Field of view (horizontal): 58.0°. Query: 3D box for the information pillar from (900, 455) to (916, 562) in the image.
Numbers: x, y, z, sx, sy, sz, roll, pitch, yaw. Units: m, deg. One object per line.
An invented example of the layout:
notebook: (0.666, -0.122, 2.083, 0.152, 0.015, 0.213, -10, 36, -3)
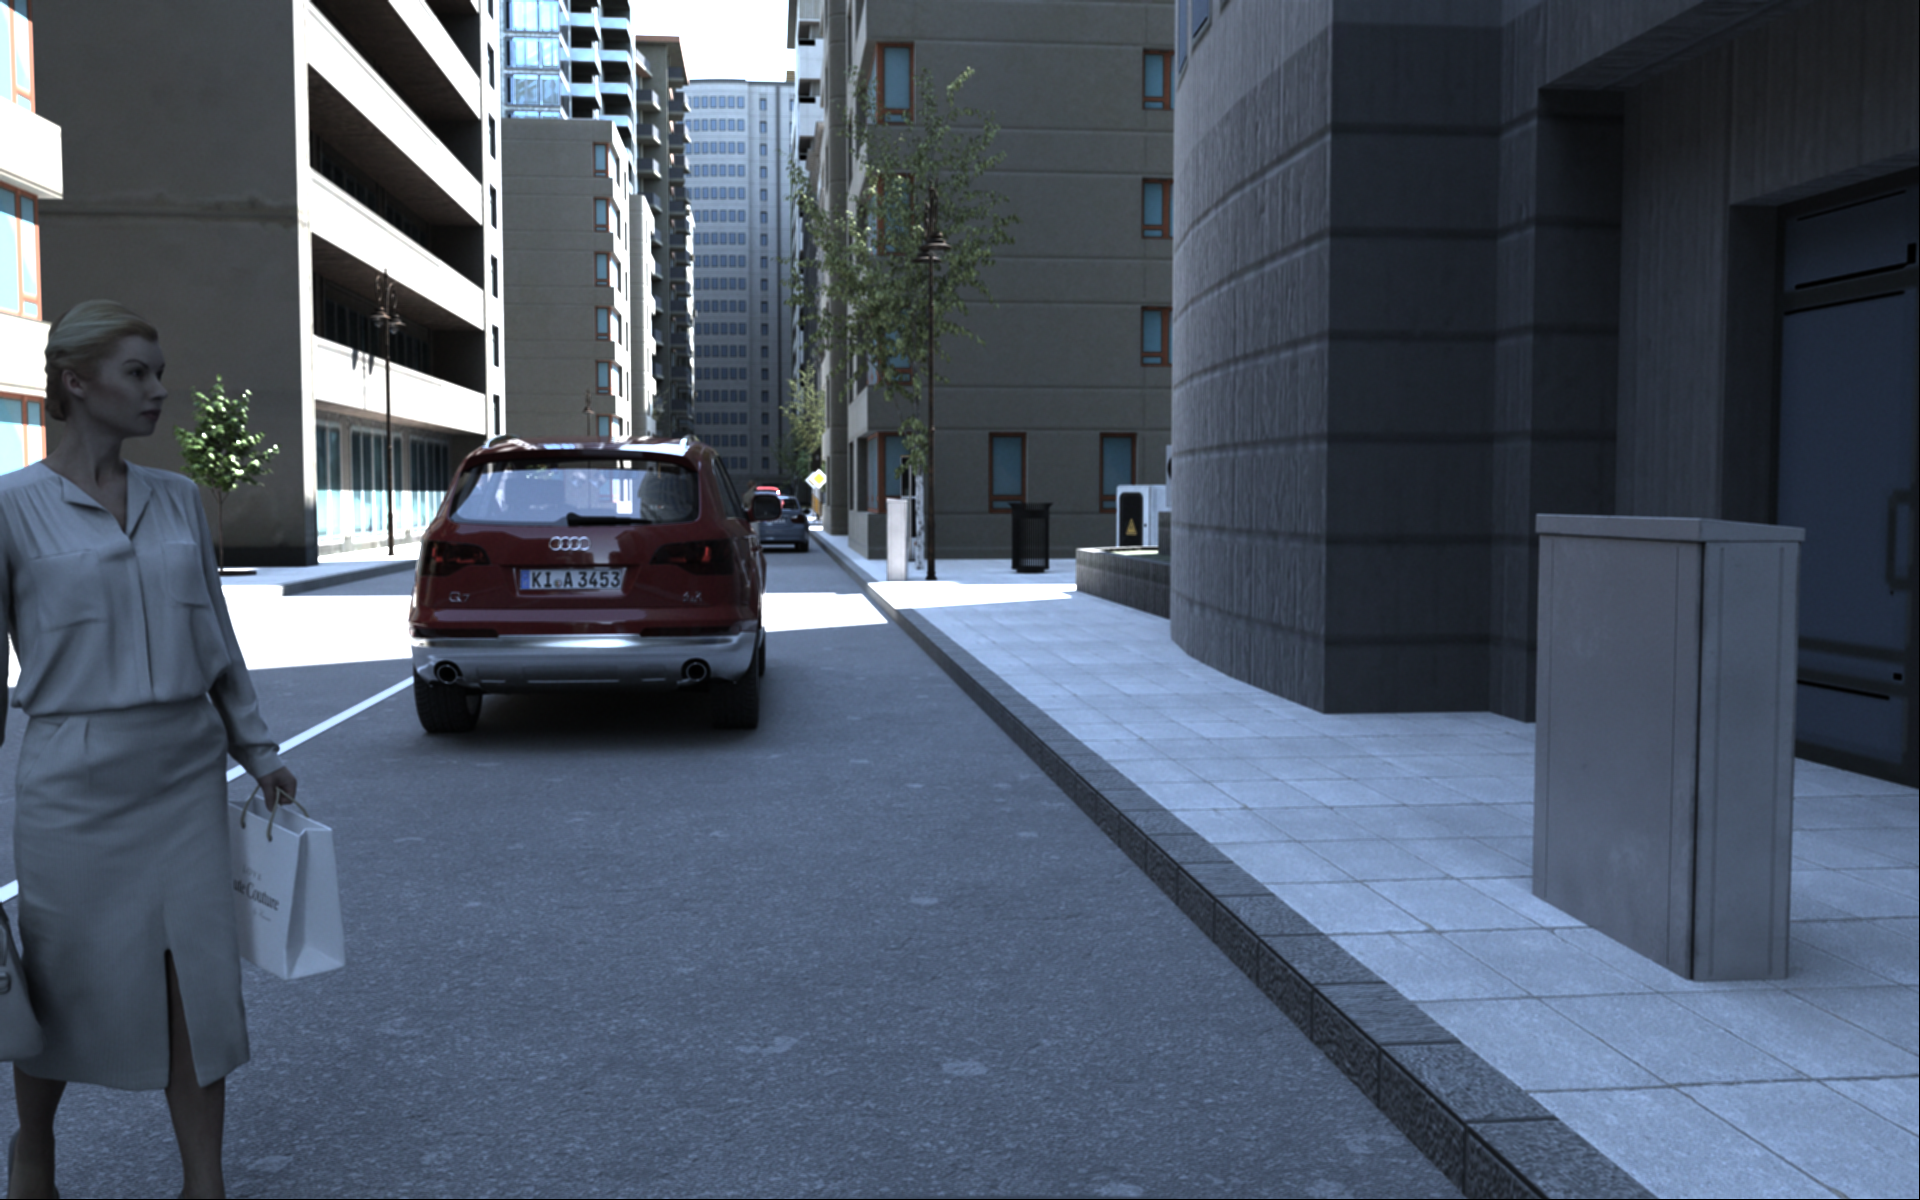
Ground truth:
information pillar: (-0.924, -1.745, 33.028, 0.304, 2.012, 0.304, -3, 5, -39)

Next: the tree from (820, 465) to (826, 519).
tree: (-6.724, -5.833, 89.967, 1.663, 3.219, 1.824, 0, 3, 0)

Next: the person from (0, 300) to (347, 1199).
person: (-1.562, 0.343, 3.240, 0.694, 1.780, 0.624, -3, 4, -38)

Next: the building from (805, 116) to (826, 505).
building: (-3.052, -20.122, 116.388, 14.401, 28.519, 23.554, 0, 4, -6)

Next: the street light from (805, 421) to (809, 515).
street light: (-9.489, -8.247, 107.623, 0.468, 5.910, 1.993, 0, 4, -6)

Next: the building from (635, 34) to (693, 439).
building: (-36.686, -31.071, 162.633, 22.147, 44.769, 28.867, 0, 4, -6)

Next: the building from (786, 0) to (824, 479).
building: (-3.209, -36.023, 178.217, 28.713, 52.752, 27.495, 0, 4, -6)

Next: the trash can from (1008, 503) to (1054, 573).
trash can: (1.148, -1.013, 28.213, 0.748, 1.137, 0.748, 0, 3, 0)

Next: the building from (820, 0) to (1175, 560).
building: (10.354, -12.479, 49.070, 27.650, 21.520, 28.899, 0, 4, -6)

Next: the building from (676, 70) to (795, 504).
building: (-31.468, -42.875, 243.007, 28.212, 58.520, 21.231, 0, 4, -6)

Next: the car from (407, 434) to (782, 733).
car: (-2.383, -0.204, 12.016, 2.281, 1.827, 5.304, 0, 4, -6)

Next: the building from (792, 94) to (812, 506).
building: (-8.718, -35.404, 202.552, 21.300, 48.544, 21.600, 0, 4, -6)

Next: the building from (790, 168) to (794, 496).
building: (-14.442, -32.813, 220.090, 14.154, 41.232, 14.086, 0, 4, -6)

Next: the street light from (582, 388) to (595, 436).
street light: (-16.182, -6.286, 75.564, 0.468, 5.910, 1.993, 0, 4, -6)

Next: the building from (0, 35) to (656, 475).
building: (-31.350, -15.178, 93.207, 27.650, 21.520, 28.899, 0, 4, -6)

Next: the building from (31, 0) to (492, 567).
building: (-23.255, -25.355, 38.264, 21.300, 48.544, 21.600, 0, 4, -6)

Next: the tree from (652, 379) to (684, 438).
tree: (-20.325, -9.873, 111.780, 4.360, 8.622, 3.978, 0, 3, 0)

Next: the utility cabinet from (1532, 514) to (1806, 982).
utility cabinet: (2.022, 0.375, 5.037, 0.306, 1.237, 1.020, 0, 4, -5)

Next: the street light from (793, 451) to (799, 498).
street light: (-14.230, -10.864, 150.411, 0.468, 5.910, 1.993, 0, 4, -6)

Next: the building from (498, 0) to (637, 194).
building: (-34.521, -49.927, 128.983, 22.319, 86.520, 31.000, 0, 4, -6)

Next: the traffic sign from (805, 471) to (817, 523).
traffic sign: (-6.453, -4.453, 76.445, 0.795, 2.450, 0.064, 0, 4, -6)

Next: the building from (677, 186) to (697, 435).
building: (-44.003, -31.583, 208.271, 23.993, 40.220, 32.217, 0, 4, -6)

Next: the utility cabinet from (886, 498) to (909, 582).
utility cabinet: (-0.921, -0.897, 25.834, 0.306, 1.237, 1.020, 0, 4, 0)

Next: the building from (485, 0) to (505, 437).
building: (-23.605, -17.635, 60.028, 14.107, 30.474, 14.160, 0, 4, -6)

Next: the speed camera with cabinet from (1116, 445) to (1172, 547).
speed camera with cabinet: (3.653, -2.247, 31.071, 0.660, 3.252, 2.038, -2, 4, -34)

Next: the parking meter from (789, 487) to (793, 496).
parking meter: (-14.251, -8.595, 146.235, 0.255, 1.863, 0.399, -1, 4, -12)

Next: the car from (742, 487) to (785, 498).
car: (-10.258, -5.007, 90.538, 2.281, 1.827, 5.304, 0, 4, -8)

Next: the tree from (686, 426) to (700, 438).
tree: (-29.398, -14.338, 184.791, 4.360, 8.622, 3.978, 0, 3, 0)

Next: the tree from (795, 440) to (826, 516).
tree: (-7.961, -7.178, 101.067, 4.285, 4.588, 4.351, 0, 3, 0)

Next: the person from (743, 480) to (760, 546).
person: (-4.842, -1.934, 40.668, 0.362, 1.759, 0.519, -3, 5, -41)

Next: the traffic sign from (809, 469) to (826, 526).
traffic sign: (-5.574, -3.967, 68.508, 0.795, 2.450, 0.064, 0, 4, -6)

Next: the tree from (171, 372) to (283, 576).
tree: (-11.622, -2.012, 27.506, 1.663, 3.219, 1.824, 0, 3, 0)

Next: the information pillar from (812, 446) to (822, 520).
information pillar: (-7.006, -5.712, 84.746, 0.504, 3.616, 0.183, 2, 4, 29)

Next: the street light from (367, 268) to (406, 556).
street light: (-11.753, -3.843, 35.614, 0.468, 5.910, 1.993, 0, 4, -6)

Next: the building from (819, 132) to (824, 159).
building: (4.094, -15.081, 82.728, 21.152, 22.565, 11.583, 0, 4, -6)

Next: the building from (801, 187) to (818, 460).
building: (-5.404, -21.194, 140.036, 14.314, 27.812, 24.014, 0, 4, -6)

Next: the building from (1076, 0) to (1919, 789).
building: (12.328, -28.713, 11.449, 21.231, 58.520, 28.212, 0, 4, -6)

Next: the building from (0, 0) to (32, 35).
building: (-23.487, -9.825, 5.674, 27.650, 21.520, 28.899, 0, 4, -6)

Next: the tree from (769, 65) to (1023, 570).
tree: (-0.908, -4.817, 29.112, 4.737, 8.622, 4.395, 0, 3, 0)

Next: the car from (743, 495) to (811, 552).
car: (-4.777, -1.957, 44.004, 2.014, 1.417, 4.499, 0, 4, -8)

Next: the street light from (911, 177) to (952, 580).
street light: (-0.429, -3.234, 25.664, 0.468, 5.910, 1.993, 0, 4, -6)
